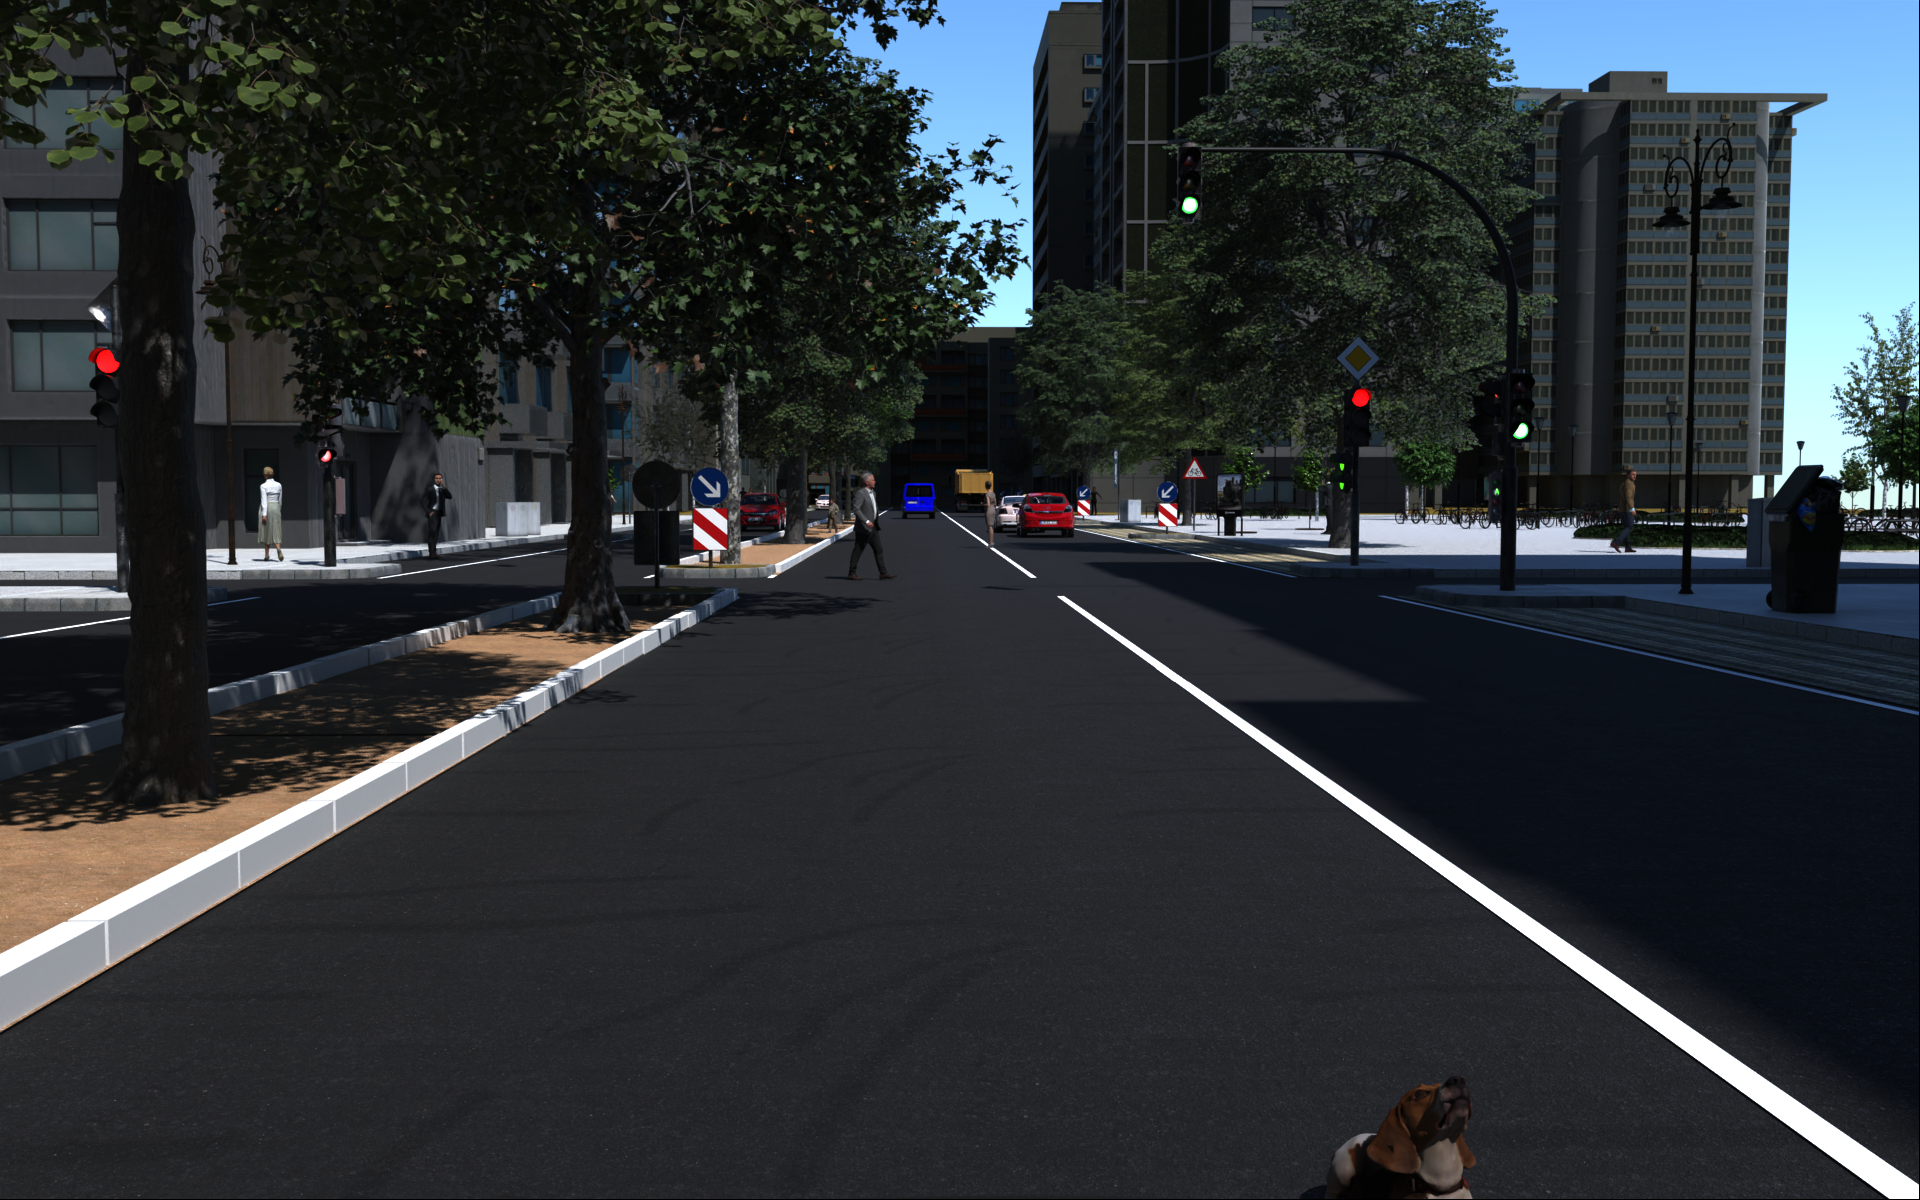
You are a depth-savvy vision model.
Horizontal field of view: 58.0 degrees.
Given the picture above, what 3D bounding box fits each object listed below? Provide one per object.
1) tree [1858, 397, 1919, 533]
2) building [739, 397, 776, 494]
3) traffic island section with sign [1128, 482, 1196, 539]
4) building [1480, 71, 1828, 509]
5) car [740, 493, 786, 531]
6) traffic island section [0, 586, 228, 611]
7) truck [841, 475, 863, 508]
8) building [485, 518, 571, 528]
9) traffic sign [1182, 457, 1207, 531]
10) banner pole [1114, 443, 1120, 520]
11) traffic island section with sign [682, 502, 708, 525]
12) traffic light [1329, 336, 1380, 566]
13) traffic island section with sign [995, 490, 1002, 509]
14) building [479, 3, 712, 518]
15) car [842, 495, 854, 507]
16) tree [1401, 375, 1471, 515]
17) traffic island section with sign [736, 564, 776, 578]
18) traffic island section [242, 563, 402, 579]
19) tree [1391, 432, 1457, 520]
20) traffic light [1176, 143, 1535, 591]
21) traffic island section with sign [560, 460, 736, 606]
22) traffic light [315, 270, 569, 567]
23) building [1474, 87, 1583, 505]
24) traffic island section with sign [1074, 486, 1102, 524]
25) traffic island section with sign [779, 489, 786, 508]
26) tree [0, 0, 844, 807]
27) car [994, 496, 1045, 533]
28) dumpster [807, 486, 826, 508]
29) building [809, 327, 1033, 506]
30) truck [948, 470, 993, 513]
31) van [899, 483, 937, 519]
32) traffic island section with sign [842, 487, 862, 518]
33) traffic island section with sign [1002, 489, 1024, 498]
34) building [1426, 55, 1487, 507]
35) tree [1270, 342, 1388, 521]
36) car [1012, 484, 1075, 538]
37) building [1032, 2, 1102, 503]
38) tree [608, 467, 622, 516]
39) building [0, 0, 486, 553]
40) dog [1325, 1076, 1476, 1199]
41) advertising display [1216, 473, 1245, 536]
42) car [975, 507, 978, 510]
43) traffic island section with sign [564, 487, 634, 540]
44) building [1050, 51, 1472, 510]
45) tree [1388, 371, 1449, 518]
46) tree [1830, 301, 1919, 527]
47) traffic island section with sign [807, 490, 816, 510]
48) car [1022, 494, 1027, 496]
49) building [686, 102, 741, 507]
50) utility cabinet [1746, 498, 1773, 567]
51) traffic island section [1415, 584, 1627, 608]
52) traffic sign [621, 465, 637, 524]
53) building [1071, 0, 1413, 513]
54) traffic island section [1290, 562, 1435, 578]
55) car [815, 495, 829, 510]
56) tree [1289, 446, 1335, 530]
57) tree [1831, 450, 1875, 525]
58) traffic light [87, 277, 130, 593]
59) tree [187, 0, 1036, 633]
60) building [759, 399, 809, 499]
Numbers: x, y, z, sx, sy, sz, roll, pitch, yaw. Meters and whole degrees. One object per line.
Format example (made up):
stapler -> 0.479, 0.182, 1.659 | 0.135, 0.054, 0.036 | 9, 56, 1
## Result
tree -> 31.750, -4.526, 57.707 | 4.285, 4.588, 4.351 | 0, 3, 0
building -> -34.370, -52.226, 166.562 | 31.000, 86.520, 22.319 | 0, 4, -1
traffic island section with sign -> 6.467, -2.884, 55.785 | 1.989, 1.847, 2.006 | 0, 4, -1
building -> 62.535, -28.951, 165.226 | 23.993, 40.220, 32.217 | 0, 4, -1
car -> -7.845, -3.605, 67.976 | 2.155, 1.783, 4.494 | 0, 4, -2
traffic island section -> -10.934, -0.020, 22.615 | 2.009, 0.180, 2.903 | 0, 4, -1
truck -> -11.313, -11.038, 176.401 | 3.469, 3.379, 9.791 | 0, 4, -1
building -> -27.618, -27.671, 72.034 | 23.786, 49.044, 30.456 | 0, 4, -1
traffic sign -> 8.161, -3.691, 60.349 | 0.884, 2.594, 0.081 | 0, 4, 0
banner pole -> 7.690, -5.799, 84.827 | 0.401, 3.779, 0.863 | 2, 4, 28
traffic island section with sign -> -12.134, -4.516, 82.469 | 1.989, 1.847, 2.006 | 0, 4, -1
traffic light -> 7.057, -2.570, 30.942 | 0.839, 4.253, 0.868 | 0, 4, -1
traffic island section with sign -> 3.777, -9.325, 161.098 | 1.989, 1.847, 2.006 | 0, 4, -1
building -> -30.205, -30.586, 119.696 | 23.786, 49.044, 30.456 | 0, 4, -1
car -> -10.840, -9.432, 166.788 | 1.945, 1.354, 3.894 | 0, 4, 0
tree -> 26.119, -8.961, 96.882 | 4.360, 8.622, 3.978 | 0, 3, 0
traffic island section with sign -> -4.308, -1.363, 30.427 | 2.006, 1.907, 1.989 | 0, 4, -1
traffic island section -> -11.139, -0.509, 30.597 | 2.009, 0.180, 2.903 | 0, 4, -1
tree -> 22.835, -6.198, 85.057 | 4.285, 4.588, 4.351 | 0, 3, 0
traffic light -> 5.172, -2.942, 22.765 | 4.771, 5.953, 1.251 | 0, 4, -1
traffic island section with sign -> -4.128, -0.910, 23.022 | 2.006, 1.907, 1.989 | 0, 4, -1
traffic light -> -9.009, -3.418, 30.552 | 4.771, 5.953, 1.251 | 0, 4, -1
building -> 56.289, -35.724, 203.689 | 30.456, 49.044, 23.786 | 0, 4, -1
traffic island section with sign -> 5.768, -4.569, 83.330 | 1.989, 1.847, 2.006 | 0, 4, -1
traffic island section with sign -> -13.416, -7.566, 132.332 | 1.989, 1.847, 2.006 | 0, 4, -1
tree -> -3.837, -5.357, 8.165 | 7.486, 12.596, 7.792 | 0, 3, 0
car -> 2.236, -3.252, 65.534 | 2.083, 1.381, 4.827 | 0, 4, 0
dumpster -> -14.724, -10.515, 176.868 | 1.985, 2.255, 1.502 | 0, 4, -2
building -> -2.639, -22.022, 205.094 | 28.899, 21.520, 27.650 | 0, 4, -1
truck -> 0.982, -8.518, 135.199 | 3.469, 3.379, 9.791 | 0, 4, -3
van -> -2.438, -5.927, 101.295 | 2.240, 2.365, 5.245 | 0, 4, -3
traffic island section with sign -> -6.239, -5.957, 105.541 | 2.006, 1.907, 1.989 | 0, 4, -1
traffic island section with sign -> 4.466, -7.677, 134.152 | 1.989, 1.847, 2.006 | 0, 4, -1
building -> 43.124, -32.035, 173.876 | 14.200, 45.320, 14.600 | 0, 4, -1
tree -> 16.698, -8.006, 81.253 | 4.737, 8.622, 4.395 | 0, 3, 0
car -> 2.858, -3.025, 58.500 | 2.155, 1.783, 4.494 | 0, 4, -1
building -> 18.428, -33.346, 168.900 | 21.300, 48.544, 21.600 | 0, 4, -1
tree -> -21.092, -6.683, 103.864 | 1.663, 3.219, 1.824 | 0, 3, 0
building -> -20.672, -21.935, 42.226 | 14.154, 41.232, 14.086 | 0, 4, -1
dog -> 0.928, 1.034, 3.282 | 0.550, 0.427, 0.748 | 3, 4, 39
advertising display -> 8.288, -2.929, 53.103 | 0.974, 1.923, 0.123 | 3, 5, 43
car -> 0.748, -8.873, 157.658 | 1.945, 1.354, 3.894 | 0, 4, 0
traffic island section with sign -> -11.446, -2.849, 55.201 | 1.989, 1.847, 2.006 | 0, 4, -1
building -> 24.176, -27.808, 146.540 | 32.217, 40.220, 23.993 | 0, 4, -1
tree -> 23.471, -8.579, 90.633 | 4.737, 8.622, 4.395 | 0, 3, 0
tree -> 35.938, -7.144, 67.166 | 4.737, 8.622, 4.395 | 0, 3, 0
traffic island section with sign -> -14.105, -9.214, 159.278 | 1.989, 1.847, 2.006 | 0, 4, -1
car -> 3.353, -4.160, 78.232 | 2.015, 1.641, 3.980 | 0, 4, 0
building -> -25.923, -28.069, 142.517 | 14.154, 41.232, 14.086 | 0, 4, -1
utility cabinet -> 14.328, -1.192, 30.647 | 1.020, 1.237, 0.306 | -2, 4, -35
traffic island section -> 7.301, -0.049, 23.075 | 2.009, 0.180, 2.903 | 0, 4, -1
traffic sign -> -14.241, -4.558, 74.631 | 0.768, 2.556, 0.104 | 0, 3, 0
building -> 19.141, -41.882, 123.015 | 20.563, 71.187, 20.611 | 0, 4, -1
traffic island section -> 7.097, -0.537, 31.057 | 2.009, 0.180, 2.903 | 0, 4, -1
car -> -11.904, -8.717, 154.890 | 2.083, 1.381, 4.827 | 0, 4, -2
tree -> 12.664, -4.123, 62.009 | 1.663, 3.219, 1.824 | 0, 3, 0
tree -> 37.713, -4.819, 73.395 | 1.663, 3.219, 1.824 | 0, 3, 0
traffic light -> -10.894, -2.053, 22.481 | 0.839, 4.253, 0.868 | 0, 4, -1
tree -> -3.891, -6.024, 17.955 | 9.611, 12.733, 9.660 | 0, 3, 0
building -> -29.124, -31.427, 205.714 | 23.993, 40.220, 32.217 | 0, 4, -1
